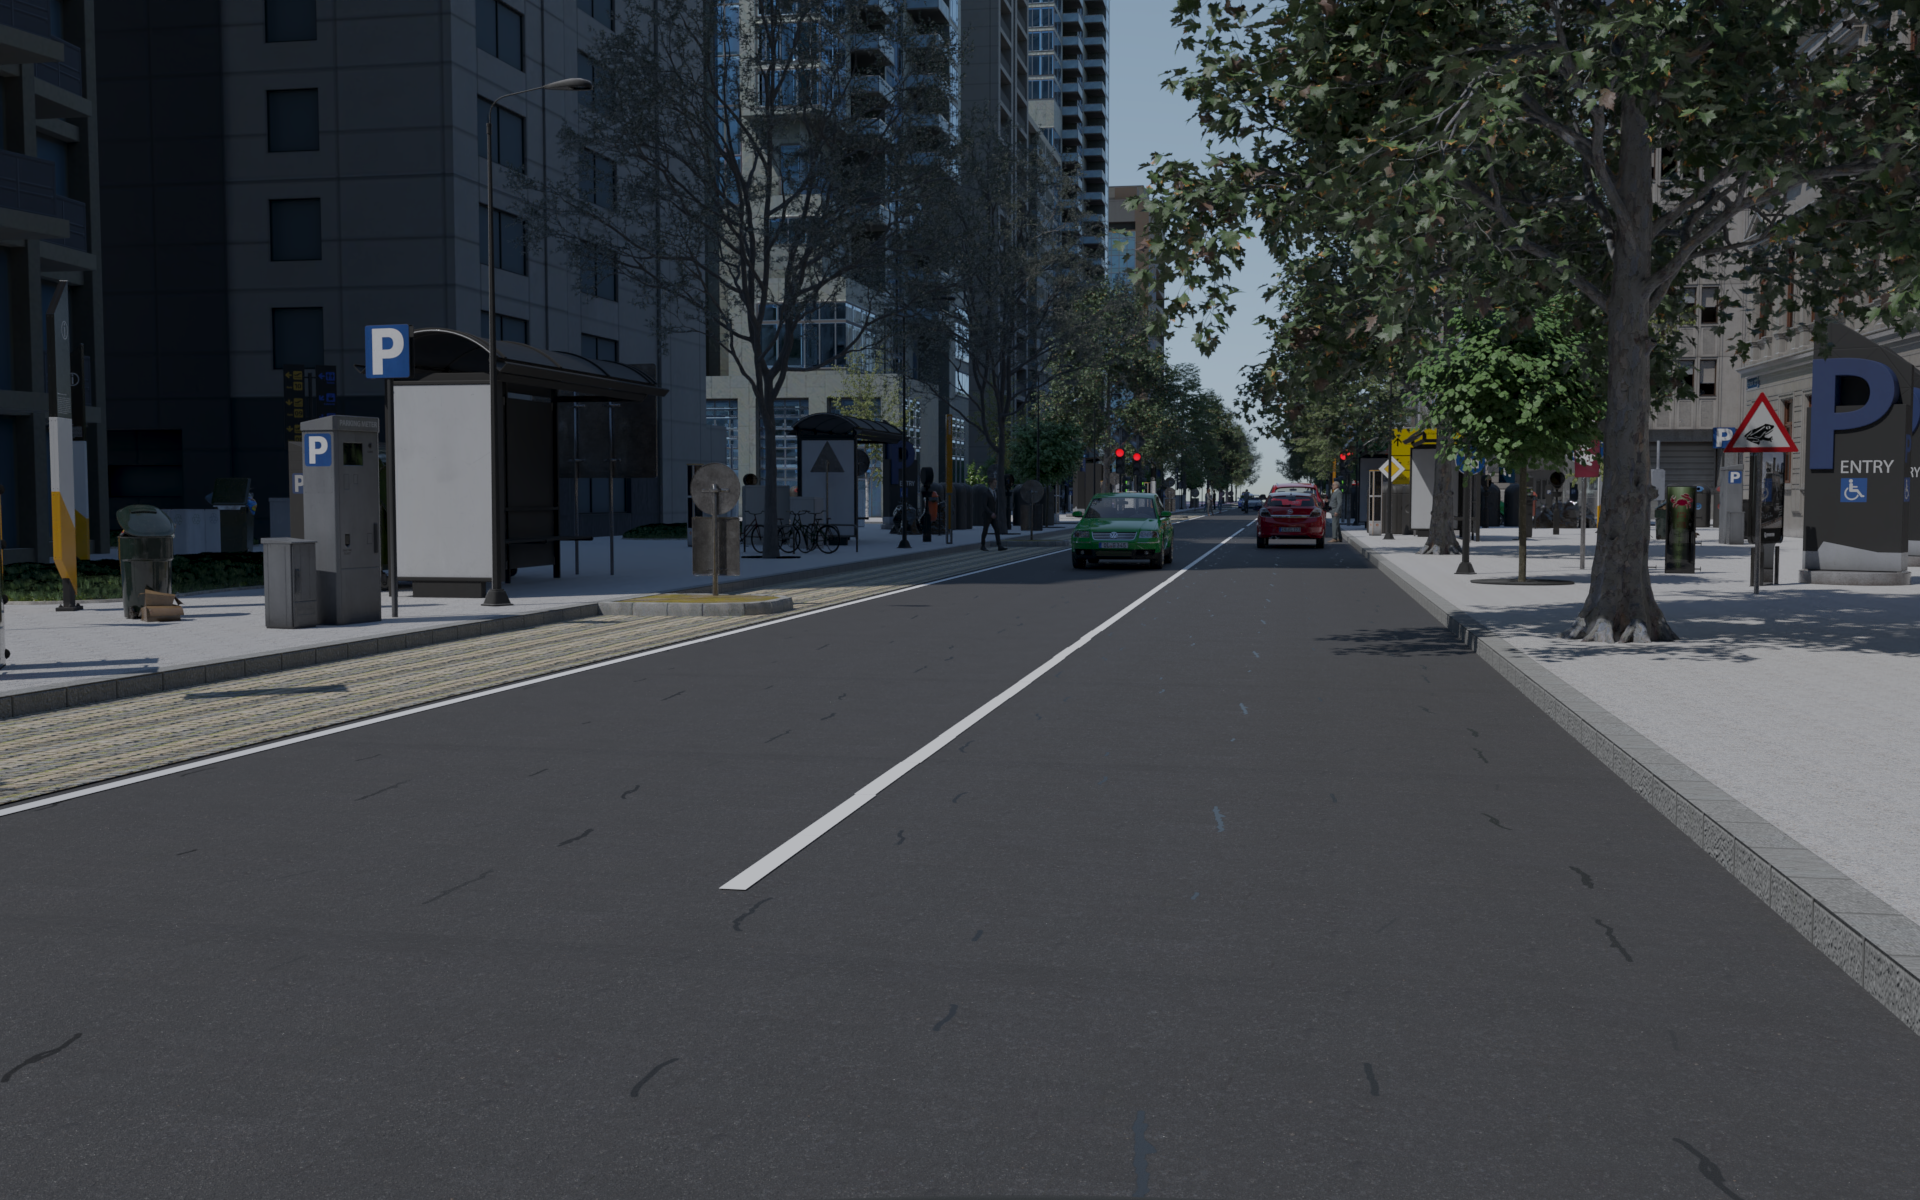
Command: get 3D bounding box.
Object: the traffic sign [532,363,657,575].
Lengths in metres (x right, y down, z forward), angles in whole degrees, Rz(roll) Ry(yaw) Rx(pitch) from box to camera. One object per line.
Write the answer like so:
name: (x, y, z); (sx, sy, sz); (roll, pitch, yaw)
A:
traffic sign: (-5.801, -2.051, 27.401); (2.265, 3.308, 0.079); (1, 4, 20)

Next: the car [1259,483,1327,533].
car: (11.380, -3.084, 59.101); (2.281, 1.827, 5.304); (1, 4, 9)

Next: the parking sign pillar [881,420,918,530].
parking sign pillar: (-2.174, -4.561, 63.039); (1.447, 3.967, 1.447); (-3, 5, -39)

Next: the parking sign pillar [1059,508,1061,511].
parking sign pillar: (8.395, -8.871, 133.505); (1.447, 3.967, 1.447); (-3, 5, -40)

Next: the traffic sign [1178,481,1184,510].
traffic sign: (17.857, -8.477, 140.729); (0.606, 2.300, 0.079); (1, 4, 17)

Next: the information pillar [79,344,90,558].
information pillar: (-13.893, -2.185, 27.082); (0.504, 3.616, 0.183); (0, 4, -2)

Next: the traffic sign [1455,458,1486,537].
traffic sign: (13.421, -2.783, 45.600); (0.768, 2.556, 0.104); (1, 4, 13)

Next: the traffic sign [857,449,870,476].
traffic sign: (-2.923, -2.993, 49.034); (0.768, 2.556, 0.104); (1, 4, 15)

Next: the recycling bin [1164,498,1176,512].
recycling bin: (15.307, -6.985, 126.762); (0.722, 1.027, 0.722); (3, 5, 41)

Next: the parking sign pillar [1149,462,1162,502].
parking sign pillar: (14.731, -8.790, 132.189); (1.447, 3.967, 1.447); (-1, 4, -13)

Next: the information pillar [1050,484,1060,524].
information pillar: (4.012, -4.205, 73.252); (0.304, 2.012, 0.304); (2, 4, 29)

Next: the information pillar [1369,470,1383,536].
information pillar: (12.769, -2.980, 53.208); (0.304, 2.012, 0.304); (-1, 4, -11)

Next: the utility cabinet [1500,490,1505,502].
utility cabinet: (30.945, -5.552, 99.452); (1.173, 1.500, 0.318); (0, 4, 3)

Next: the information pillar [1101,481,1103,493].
information pillar: (8.091, -5.694, 97.585); (0.304, 2.012, 0.304); (0, 4, -7)

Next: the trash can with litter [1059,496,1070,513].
trash can with litter: (7.174, -6.713, 120.817); (1.678, 1.210, 2.233); (-2, 4, -33)

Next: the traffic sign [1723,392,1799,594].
traffic sign: (10.242, -1.357, 22.199); (0.884, 2.594, 0.081); (1, 4, 16)

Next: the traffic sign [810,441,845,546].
traffic sign: (-3.263, -2.601, 42.536); (0.884, 2.594, 0.081); (1, 4, 14)

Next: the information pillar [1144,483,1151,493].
information pillar: (11.913, -6.460, 110.115); (0.304, 2.012, 0.304); (3, 5, 41)

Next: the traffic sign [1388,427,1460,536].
traffic sign: (14.109, -3.578, 52.373); (2.265, 3.308, 0.079); (1, 4, 14)

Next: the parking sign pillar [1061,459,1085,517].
parking sign pillar: (6.663, -6.641, 97.054); (1.447, 3.967, 1.447); (0, 4, -8)

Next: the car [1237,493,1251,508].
car: (28.930, -10.085, 174.474); (1.945, 1.707, 3.694); (1, 4, 13)

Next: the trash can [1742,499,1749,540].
trash can: (22.324, -2.286, 49.033); (0.748, 1.137, 0.748); (0, 3, 0)

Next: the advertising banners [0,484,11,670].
advertising banners: (-6.785, -0.967, 12.002); (0.090, 3.025, 2.074); (-2, 4, -23)

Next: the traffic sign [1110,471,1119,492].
traffic sign: (8.726, -5.960, 97.547); (0.768, 2.556, 0.104); (1, 4, 14)

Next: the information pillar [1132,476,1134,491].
information pillar: (11.502, -7.578, 115.248); (0.183, 3.616, 0.504); (1, 4, 11)

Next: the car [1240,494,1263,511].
car: (24.635, -8.199, 146.061); (2.014, 1.417, 4.499); (1, 4, 10)

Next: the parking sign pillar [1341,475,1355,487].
parking sign pillar: (29.616, -8.799, 132.327); (1.447, 3.967, 1.447); (-2, 4, -31)

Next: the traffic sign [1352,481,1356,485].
traffic sign: (22.418, -6.097, 99.688); (0.884, 2.594, 0.081); (1, 4, 14)

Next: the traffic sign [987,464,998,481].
traffic sign: (1.498, -4.487, 73.468); (0.768, 2.556, 0.104); (1, 4, 17)

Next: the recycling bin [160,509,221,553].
recycling bin: (-12.752, -0.984, 28.635); (0.722, 1.027, 0.722); (1, 4, 22)

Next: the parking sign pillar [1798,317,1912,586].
parking sign pillar: (12.845, -2.220, 24.767); (1.447, 3.967, 1.447); (3, 5, 40)

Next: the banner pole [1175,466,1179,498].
banner pole: (17.294, -9.075, 138.392); (0.401, 3.779, 0.863); (-1, 4, -15)

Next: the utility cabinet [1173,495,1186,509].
utility cabinet: (18.729, -8.361, 147.867); (1.020, 1.237, 0.306); (1, 4, 21)

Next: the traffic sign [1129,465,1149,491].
traffic sign: (12.365, -7.929, 123.513); (2.265, 3.308, 0.079); (1, 4, 20)

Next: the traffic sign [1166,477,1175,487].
traffic sign: (15.572, -7.854, 128.524); (0.768, 2.556, 0.104); (1, 4, 16)

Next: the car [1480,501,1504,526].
car: (21.440, -4.002, 74.234); (4.718, 1.807, 1.959); (1, 4, 9)

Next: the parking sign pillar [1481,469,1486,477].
parking sign pillar: (31.273, -7.115, 104.799); (1.447, 3.967, 1.447); (-1, 4, -12)

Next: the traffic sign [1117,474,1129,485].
traffic sign: (9.141, -5.927, 97.019); (0.768, 2.556, 0.104); (1, 4, 14)

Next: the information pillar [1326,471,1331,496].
information pillar: (31.277, -9.522, 147.042); (0.183, 3.616, 0.504); (-3, 5, -40)

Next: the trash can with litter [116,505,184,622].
trash can with litter: (-8.224, -0.390, 17.765); (0.624, 1.170, 1.055); (-3, 5, -41)

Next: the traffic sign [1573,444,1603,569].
traffic sign: (10.606, -1.794, 29.439); (0.768, 2.556, 0.104); (1, 4, 16)

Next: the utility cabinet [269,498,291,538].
utility cabinet: (-10.995, -1.064, 28.550); (1.020, 1.237, 0.306); (3, 5, 42)

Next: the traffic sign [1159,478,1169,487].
traffic sign: (14.722, -7.692, 125.763); (0.884, 2.594, 0.081); (1, 4, 14)

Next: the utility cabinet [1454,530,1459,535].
utility cabinet: (15.705, -2.676, 54.912); (0.306, 1.237, 1.020); (1, 4, 14)

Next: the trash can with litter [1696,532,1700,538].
trash can with litter: (21.104, -2.408, 50.750); (1.055, 1.170, 0.624); (-1, 4, -20)

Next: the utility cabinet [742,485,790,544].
utility cabinet: (-4.920, -2.154, 43.900); (1.173, 1.500, 0.318); (-2, 4, -24)

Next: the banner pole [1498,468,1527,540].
banner pole: (15.411, -3.564, 48.284); (0.863, 3.779, 0.401); (3, 4, 36)

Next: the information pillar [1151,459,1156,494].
information pillar: (12.370, -7.314, 110.936); (0.183, 3.616, 0.504); (-2, 4, -31)

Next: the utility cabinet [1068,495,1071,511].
utility cabinet: (7.989, -7.120, 127.569); (0.306, 1.237, 1.020); (0, 4, 7)

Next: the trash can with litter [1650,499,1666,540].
trash can with litter: (19.568, -2.284, 48.734); (1.055, 1.170, 0.624); (1, 4, 23)

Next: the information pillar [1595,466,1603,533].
information pillar: (21.138, -4.009, 56.905); (0.504, 3.616, 0.183); (-2, 4, -34)

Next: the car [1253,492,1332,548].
car: (9.065, -2.340, 47.295); (2.155, 1.783, 4.494); (1, 4, 12)

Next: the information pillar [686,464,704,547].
information pillar: (-6.422, -2.296, 42.039); (0.304, 2.012, 0.304); (-3, 5, -39)

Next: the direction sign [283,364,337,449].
direction sign: (-11.370, -2.348, 30.390); (0.876, 3.537, 0.379); (-2, 4, -28)

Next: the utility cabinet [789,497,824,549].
utility cabinet: (-3.621, -1.823, 40.974); (0.306, 1.237, 1.020); (-3, 5, -40)

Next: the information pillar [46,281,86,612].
information pillar: (-9.791, -1.684, 18.880); (0.183, 3.616, 0.504); (-1, 4, -10)

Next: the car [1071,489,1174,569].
car: (3.293, -1.584, 34.689); (1.959, 1.807, 4.718); (1, 4, 10)

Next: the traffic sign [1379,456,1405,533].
traffic sign: (13.048, -3.132, 52.389); (0.795, 2.450, 0.064); (1, 4, 12)

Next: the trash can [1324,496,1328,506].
trash can: (29.223, -7.696, 137.477); (0.748, 1.137, 0.748); (0, 3, 0)
